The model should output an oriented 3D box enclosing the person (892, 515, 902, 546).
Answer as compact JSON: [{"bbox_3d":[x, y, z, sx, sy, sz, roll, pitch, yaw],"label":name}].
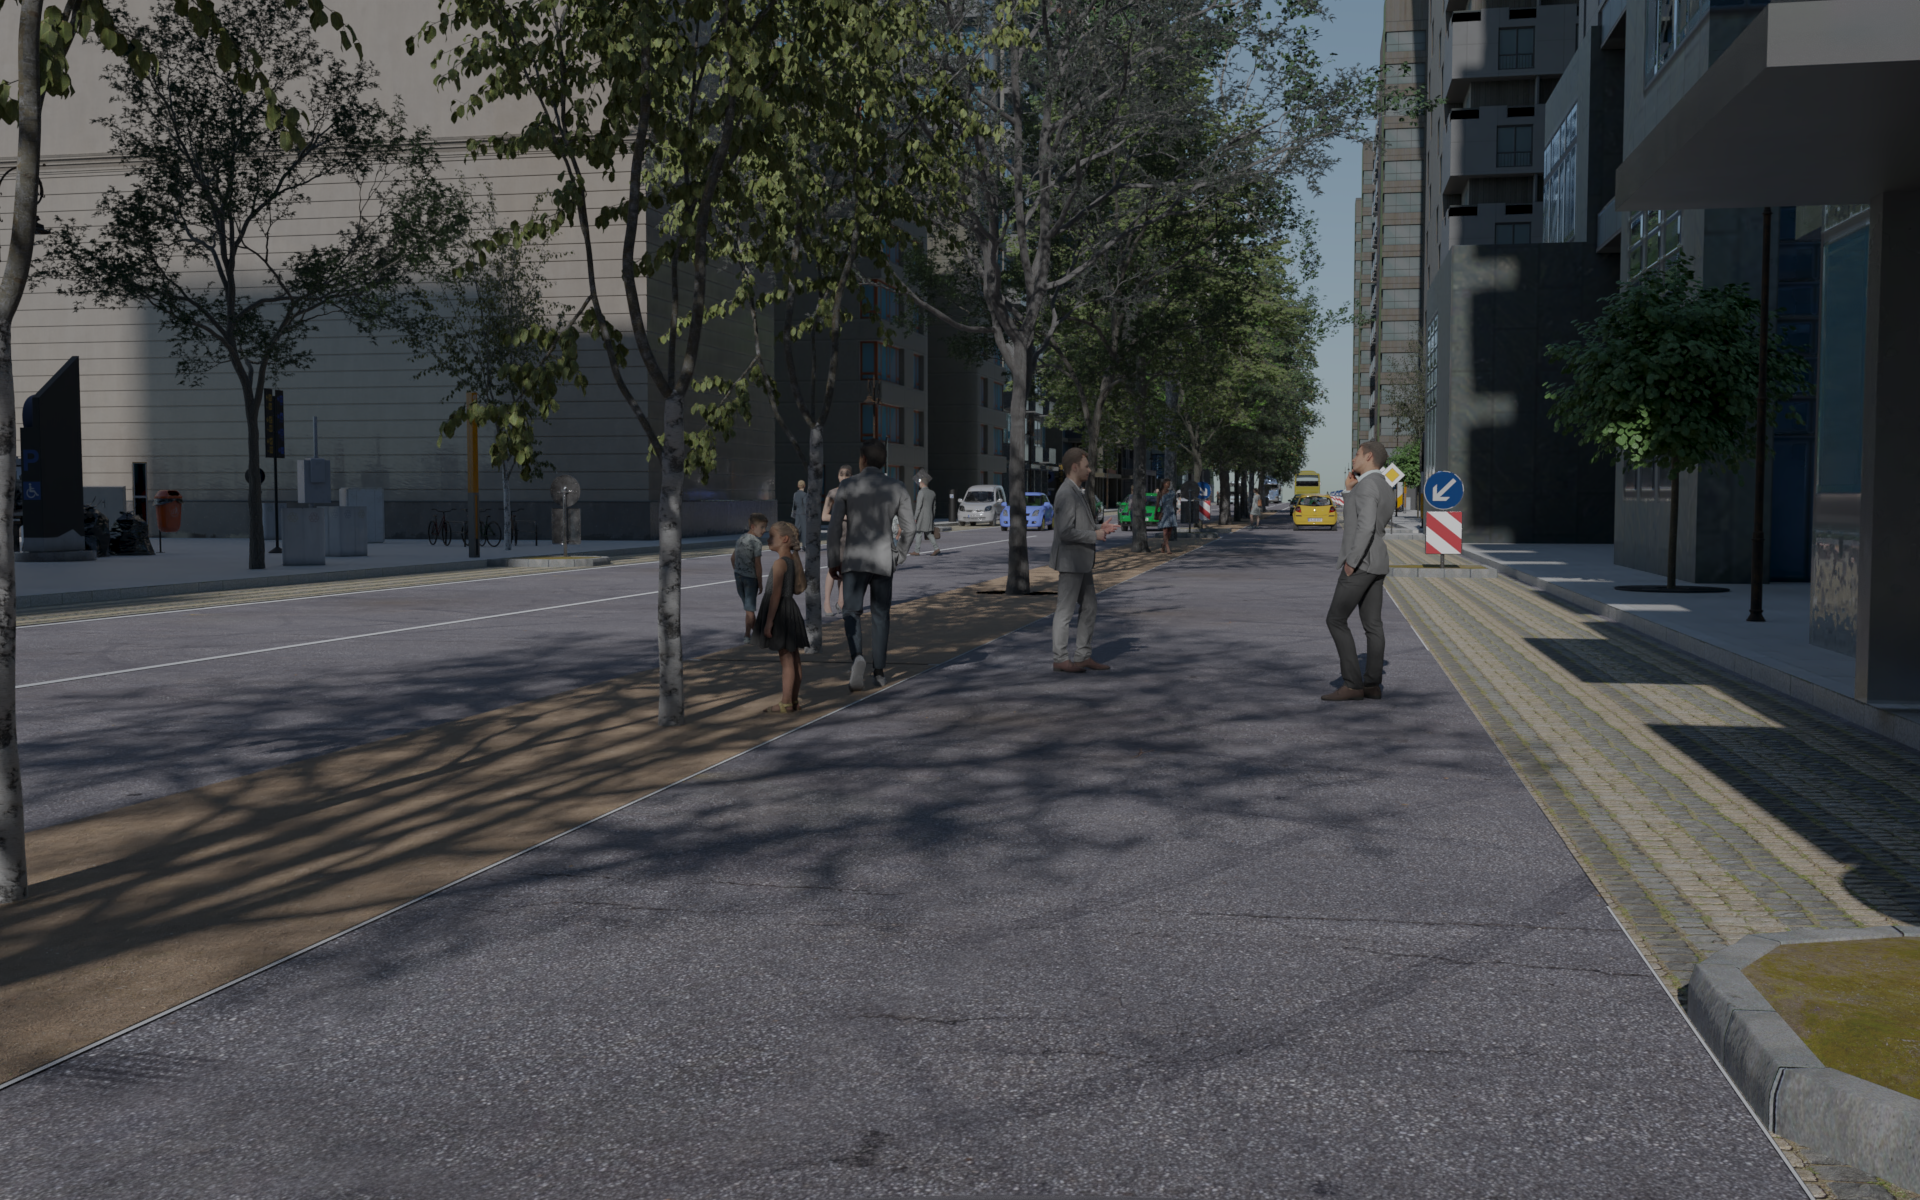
[{"bbox_3d":[-1.269,-1.160,32.155,0.352,1.250,0.332,-2,4,-31],"label":"person"}]

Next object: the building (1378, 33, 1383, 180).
[{"bbox_3d":[45.268,-31.044,157.676,14.600,45.320,14.200,1,4,12],"label":"building"}]

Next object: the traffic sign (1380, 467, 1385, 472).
[{"bbox_3d":[15.425,-3.642,63.193,0.795,2.450,0.064,1,4,12],"label":"traffic sign"}]

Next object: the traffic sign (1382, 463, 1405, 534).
[{"bbox_3d":[13.806,-3.164,55.373,0.795,2.450,0.064,1,4,12],"label":"traffic sign"}]

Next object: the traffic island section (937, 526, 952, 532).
[{"bbox_3d":[-1.483,-2.721,66.762,2.009,0.180,2.903,1,4,12],"label":"traffic island section"}]

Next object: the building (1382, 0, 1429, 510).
[{"bbox_3d":[41.895,-28.116,143.290,14.154,41.232,14.086,1,4,12],"label":"building"}]

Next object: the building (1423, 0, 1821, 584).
[{"bbox_3d":[22.643,-44.209,35.494,22.319,86.520,31.000,1,4,12],"label":"building"}]

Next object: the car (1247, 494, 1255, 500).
[{"bbox_3d":[34.788,-11.923,204.723,2.009,1.686,4.222,1,4,10],"label":"car"}]

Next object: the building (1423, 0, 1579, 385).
[{"bbox_3d":[43.018,-31.564,105.315,28.713,52.752,27.495,1,4,12],"label":"building"}]

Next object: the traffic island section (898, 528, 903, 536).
[{"bbox_3d":[-3.102,-2.242,58.942,2.009,0.180,2.903,1,4,12],"label":"traffic island section"}]

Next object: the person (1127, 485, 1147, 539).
[{"bbox_3d":[5.733,-2.822,55.313,0.598,1.740,0.731,3,5,41],"label":"person"}]

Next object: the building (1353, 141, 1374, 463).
[{"bbox_3d":[53.771,-31.708,202.022,14.154,41.232,14.086,1,4,12],"label":"building"}]

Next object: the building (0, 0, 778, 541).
[{"bbox_3d":[-19.199,-15.756,54.873,25.104,27.353,12.463,1,4,12],"label":"building"}]

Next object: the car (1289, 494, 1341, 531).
[{"bbox_3d":[14.081,-3.577,68.710,2.015,1.641,3.980,1,4,11],"label":"car"}]

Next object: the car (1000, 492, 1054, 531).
[{"bbox_3d":[2.654,-3.576,68.067,1.945,1.707,3.694,1,4,12],"label":"car"}]

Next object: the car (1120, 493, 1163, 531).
[{"bbox_3d":[7.381,-3.616,67.922,1.959,1.807,4.718,1,4,13],"label":"car"}]

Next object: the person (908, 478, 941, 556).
[{"bbox_3d":[-0.825,-1.925,40.074,0.767,1.812,0.694,3,4,36],"label":"person"}]

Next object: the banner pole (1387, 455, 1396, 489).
[{"bbox_3d":[27.710,-7.423,111.375,0.401,3.779,0.863,-3,5,-43],"label":"banner pole"}]

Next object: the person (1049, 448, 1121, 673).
[{"bbox_3d":[1.002,-0.320,13.930,0.583,1.804,0.606,0,4,6],"label":"person"}]

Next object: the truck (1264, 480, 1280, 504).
[{"bbox_3d":[47.312,-16.757,263.727,2.967,4.110,18.799,1,4,11],"label":"truck"}]

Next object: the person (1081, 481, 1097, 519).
[{"bbox_3d":[3.362,-2.339,47.022,0.678,1.792,0.850,-1,4,-9],"label":"person"}]

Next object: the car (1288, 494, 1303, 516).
[{"bbox_3d":[22.909,-6.337,115.402,2.131,1.459,4.920,1,4,11],"label":"car"}]

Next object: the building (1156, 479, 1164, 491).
[{"bbox_3d":[8.147,-31.324,204.032,32.217,40.220,23.993,1,4,12],"label":"building"}]

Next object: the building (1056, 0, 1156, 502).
[{"bbox_3d":[9.937,-45.355,179.798,20.563,71.187,20.611,1,4,12],"label":"building"}]

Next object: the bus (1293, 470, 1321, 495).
[{"bbox_3d":[36.097,-11.531,180.083,2.896,3.916,12.252,1,4,11],"label":"bus"}]

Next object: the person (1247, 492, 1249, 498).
[{"bbox_3d":[41.782,-14.769,250.709,1.217,1.736,0.721,1,4,13],"label":"person"}]

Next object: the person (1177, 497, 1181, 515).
[{"bbox_3d":[14.972,-6.414,118.388,0.382,1.210,0.505,2,4,35],"label":"person"}]

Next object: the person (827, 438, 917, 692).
[{"bbox_3d":[-0.642,-0.266,12.691,0.661,1.843,0.795,0,4,-7],"label":"person"}]

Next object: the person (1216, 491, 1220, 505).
[{"bbox_3d":[32.563,-12.858,218.869,0.705,1.807,1.348,-1,4,-17],"label":"person"}]

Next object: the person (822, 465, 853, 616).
[{"bbox_3d":[-1.398,-0.714,20.518,0.599,1.781,0.374,-3,5,-42],"label":"person"}]

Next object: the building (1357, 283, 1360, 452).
[{"bbox_3d":[58.974,-27.756,225.510,14.160,30.474,14.107,1,4,12],"label":"building"}]

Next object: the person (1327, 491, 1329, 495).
[{"bbox_3d":[62.174,-17.427,293.063,1.348,1.869,0.705,-2,4,-25],"label":"person"}]

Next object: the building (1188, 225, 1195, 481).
[{"bbox_3d":[28.799,-37.443,262.300,14.600,45.320,14.200,1,4,12],"label":"building"}]

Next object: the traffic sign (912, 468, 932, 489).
[{"bbox_3d":[-1.459,-3.856,66.695,0.795,2.450,0.064,1,4,12],"label":"traffic sign"}]

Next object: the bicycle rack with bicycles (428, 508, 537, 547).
[{"bbox_3d":[-11.715,-1.806,42.902,2.852,0.926,2.925,-2,4,-30],"label":"bicycle rack with bicycles"}]

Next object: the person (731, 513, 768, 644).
[{"bbox_3d":[-2.022,-0.213,16.663,0.352,1.250,0.332,-1,4,-12],"label":"person"}]

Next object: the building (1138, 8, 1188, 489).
[{"bbox_3d":[20.929,-56.653,238.948,22.319,86.520,31.000,1,4,12],"label":"building"}]

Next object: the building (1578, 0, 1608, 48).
[{"bbox_3d":[40.187,-32.115,67.073,28.212,58.520,21.231,1,4,12],"label":"building"}]

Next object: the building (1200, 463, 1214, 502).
[{"bbox_3d":[35.226,-37.088,289.975,14.154,41.232,14.086,1,4,12],"label":"building"}]

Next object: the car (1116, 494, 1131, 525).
[{"bbox_3d":[8.381,-4.195,80.385,2.131,1.459,4.920,1,4,11],"label":"car"}]

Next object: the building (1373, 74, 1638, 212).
[{"bbox_3d":[54.116,-34.214,179.014,23.786,49.044,30.456,1,4,12],"label":"building"}]

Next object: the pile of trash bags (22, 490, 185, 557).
[{"bbox_3d":[-17.768,-1.630,36.405,1.912,1.369,3.447,1,4,22],"label":"pile of trash bags"}]

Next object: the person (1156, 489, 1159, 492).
[{"bbox_3d":[12.760,-6.308,112.050,0.576,1.772,0.534,1,4,13],"label":"person"}]

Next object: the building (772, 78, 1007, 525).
[{"bbox_3d":[-13.812,-14.797,86.970,27.650,21.520,28.899,1,4,12],"label":"building"}]

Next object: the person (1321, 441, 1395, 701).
[{"bbox_3d":[2.789,-0.210,12.113,0.473,1.802,0.592,3,5,44],"label":"person"}]

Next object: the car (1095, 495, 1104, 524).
[{"bbox_3d":[5.723,-4.263,81.494,2.131,1.459,4.920,1,4,10],"label":"car"}]

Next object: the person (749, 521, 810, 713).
[{"bbox_3d":[-1.180,0.114,11.310,0.373,1.253,0.362,1,4,14],"label":"person"}]

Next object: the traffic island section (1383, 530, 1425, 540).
[{"bbox_3d":[13.831,-2.028,55.445,2.009,0.180,2.903,1,4,12],"label":"traffic island section"}]

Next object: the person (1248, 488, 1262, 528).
[{"bbox_3d":[12.377,-3.848,72.419,0.522,1.701,0.512,3,5,39],"label":"person"}]

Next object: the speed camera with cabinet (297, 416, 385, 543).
[{"bbox_3d":[-16.007,-3.085,44.776,2.038,3.252,0.660,-3,4,-39],"label":"speed camera with cabinet"}]

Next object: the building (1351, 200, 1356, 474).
[{"bbox_3d":[61.461,-33.992,239.369,14.154,41.232,14.086,1,4,12],"label":"building"}]

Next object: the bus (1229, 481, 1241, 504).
[{"bbox_3d":[38.842,-15.176,242.985,2.948,3.499,13.247,1,4,10],"label":"bus"}]

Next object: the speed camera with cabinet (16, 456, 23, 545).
[{"bbox_3d":[-22.455,-2.901,41.763,2.038,3.252,0.660,2,4,28],"label":"speed camera with cabinet"}]

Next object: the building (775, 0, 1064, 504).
[{"bbox_3d":[-5.206,-30.926,125.249,23.786,49.044,30.456,1,4,12],"label":"building"}]

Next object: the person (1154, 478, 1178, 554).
[{"bbox_3d":[4.884,-2.003,41.338,0.616,1.811,0.778,-1,4,-13],"label":"person"}]

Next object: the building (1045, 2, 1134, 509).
[{"bbox_3d":[4.221,-30.690,156.412,22.147,44.769,28.867,1,4,12],"label":"building"}]

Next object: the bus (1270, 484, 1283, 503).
[{"bbox_3d":[52.162,-17.911,287.703,2.948,3.499,13.247,1,4,12],"label":"bus"}]

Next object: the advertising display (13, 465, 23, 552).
[{"bbox_3d":[-20.947,-2.015,38.159,0.974,1.923,0.123,-2,4,-29],"label":"advertising display"}]

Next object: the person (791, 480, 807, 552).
[{"bbox_3d":[-3.929,-2.075,42.850,0.576,1.772,0.534,1,4,22],"label":"person"}]
